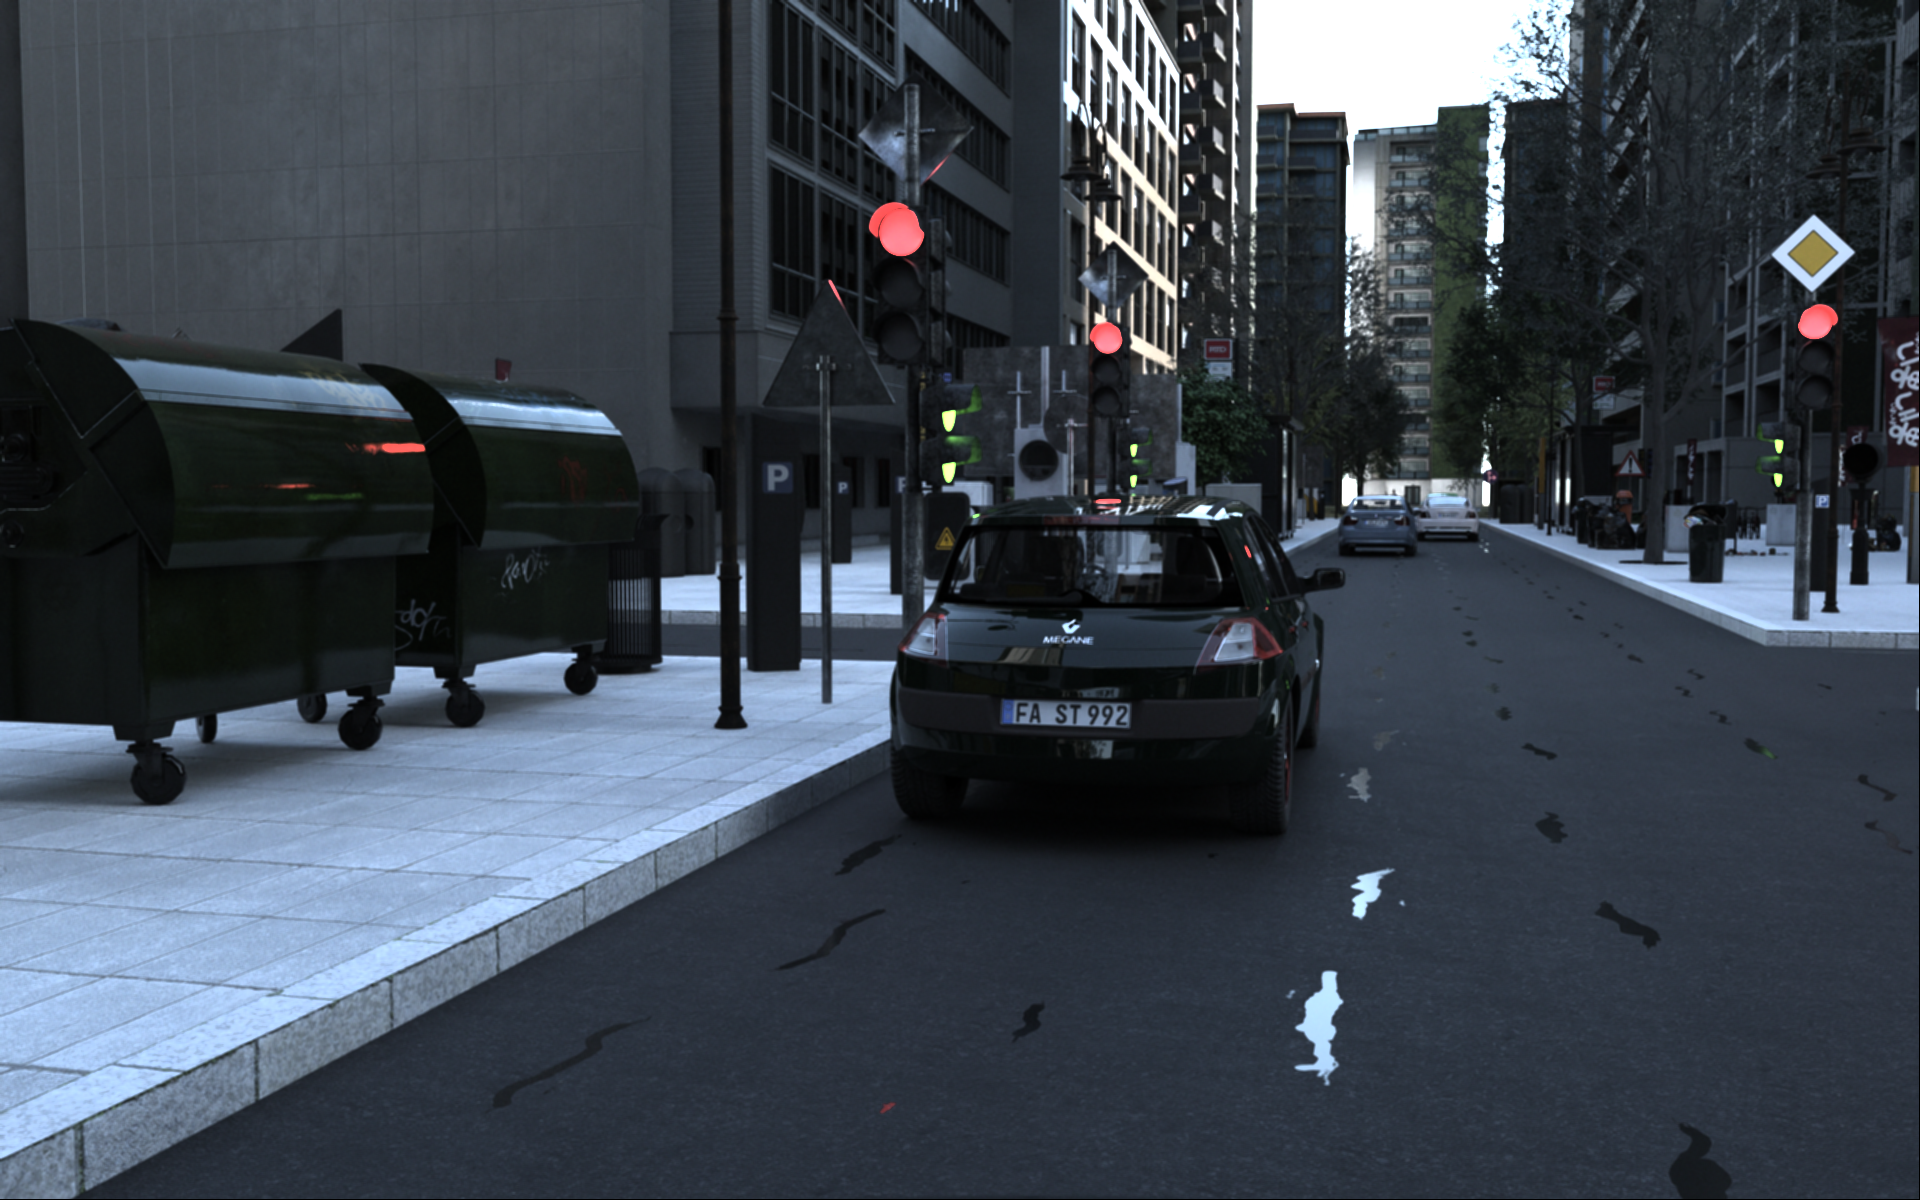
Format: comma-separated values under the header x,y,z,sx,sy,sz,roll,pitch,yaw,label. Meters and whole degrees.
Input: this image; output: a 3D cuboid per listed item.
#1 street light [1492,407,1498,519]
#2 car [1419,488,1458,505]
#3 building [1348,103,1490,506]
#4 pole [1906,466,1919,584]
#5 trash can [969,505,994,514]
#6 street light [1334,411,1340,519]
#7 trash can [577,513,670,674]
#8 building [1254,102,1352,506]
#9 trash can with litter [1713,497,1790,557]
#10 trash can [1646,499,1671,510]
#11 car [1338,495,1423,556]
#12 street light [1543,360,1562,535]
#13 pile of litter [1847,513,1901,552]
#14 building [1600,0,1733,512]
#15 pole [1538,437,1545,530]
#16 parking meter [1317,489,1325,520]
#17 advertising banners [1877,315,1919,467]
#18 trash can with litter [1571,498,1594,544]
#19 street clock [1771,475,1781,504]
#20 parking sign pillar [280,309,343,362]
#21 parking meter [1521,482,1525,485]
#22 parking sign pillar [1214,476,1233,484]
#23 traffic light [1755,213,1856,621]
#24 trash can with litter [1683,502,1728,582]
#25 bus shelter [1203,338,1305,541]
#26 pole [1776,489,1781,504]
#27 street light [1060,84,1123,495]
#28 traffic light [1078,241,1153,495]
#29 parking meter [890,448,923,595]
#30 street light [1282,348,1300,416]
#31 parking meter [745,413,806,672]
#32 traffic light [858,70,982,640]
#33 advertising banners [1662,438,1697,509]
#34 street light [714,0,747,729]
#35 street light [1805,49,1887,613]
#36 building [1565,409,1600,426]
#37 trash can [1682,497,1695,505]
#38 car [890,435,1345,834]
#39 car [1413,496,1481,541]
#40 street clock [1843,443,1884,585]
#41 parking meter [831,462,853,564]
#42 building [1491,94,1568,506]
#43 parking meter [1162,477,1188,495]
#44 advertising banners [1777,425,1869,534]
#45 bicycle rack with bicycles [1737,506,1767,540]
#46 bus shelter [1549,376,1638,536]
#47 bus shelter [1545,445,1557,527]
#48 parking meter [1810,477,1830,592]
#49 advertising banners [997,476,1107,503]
x,y,z,sx,sy,sz,roll,pitch,yaw,label
27.679,-7.135,89.444,0.468,5.910,1.993,1,4,14,street light
20.922,-4.056,75.104,1.959,1.807,4.718,1,4,16,car
49.117,-30.739,186.174,14.086,41.232,14.154,1,4,14,building
13.645,-1.884,24.654,0.158,3.312,0.155,0,3,0,pole
0.486,-0.619,21.776,0.748,1.137,0.748,0,3,0,trash can
19.575,-7.164,89.912,0.468,5.910,1.993,1,4,14,street light
-2.466,-0.053,12.516,0.748,1.137,0.748,0,3,0,trash can
28.967,-33.080,195.475,28.867,44.769,22.147,1,4,14,building
16.475,-1.547,36.355,2.233,1.210,1.678,0,4,-4,trash can with litter
21.501,-2.549,53.336,0.748,1.137,0.748,0,3,0,trash can
10.052,-1.805,41.522,2.014,1.417,4.499,1,4,16,car
18.326,-4.948,53.694,0.468,5.910,1.993,1,4,14,street light
20.622,-1.538,39.105,1.719,0.858,1.176,-3,4,-37,pile of litter
48.183,-28.868,95.688,21.300,48.544,21.600,1,4,14,building
20.921,-4.187,62.300,0.158,3.312,0.155,0,3,0,pole
18.193,-4.824,87.284,0.372,1.533,0.369,0,3,0,parking meter
9.858,-1.245,16.542,2.074,3.025,0.090,3,5,39,advertising banners
16.352,-2.032,44.610,1.055,1.170,0.624,-1,4,-10,trash can with litter
28.178,-3.367,59.614,0.471,2.002,0.358,3,4,39,street clock
-9.658,-2.265,25.510,1.447,3.967,1.447,0,4,5,parking sign pillar
28.476,-4.997,87.404,0.255,1.863,0.399,1,4,8,parking meter
9.181,-4.260,58.117,1.447,3.967,1.447,1,4,14,parking sign pillar
8.543,-1.749,17.522,0.839,4.253,0.868,1,4,14,traffic light
10.853,-0.854,25.356,0.624,1.170,1.055,1,4,16,trash can with litter
7.999,-4.248,47.082,2.179,5.291,8.768,1,4,15,bus shelter
31.218,-4.415,66.032,0.158,3.312,0.155,0,3,0,pole
1.528,-2.894,20.111,0.468,5.910,1.993,1,4,14,street light
1.703,-1.856,19.270,0.839,4.253,0.868,1,4,14,traffic light
-0.684,-1.004,22.128,0.399,1.863,0.255,0,4,5,parking meter
10.504,-5.030,55.024,0.468,5.910,1.993,1,4,14,street light
-1.344,-0.421,12.600,0.399,1.863,0.255,-1,4,-21,parking meter
-0.298,-1.383,11.538,0.839,4.253,0.868,1,4,14,traffic light
22.949,-3.620,55.372,0.090,3.025,2.074,0,4,-7,advertising banners
-1.260,-2.236,9.347,0.468,5.910,1.993,1,4,14,street light
9.446,-2.803,18.618,0.468,5.910,1.993,1,4,14,street light
55.909,-49.390,120.201,22.319,86.520,31.000,1,4,14,building
33.687,-4.199,80.312,0.748,1.137,0.748,0,3,0,trash can
0.919,0.058,8.838,2.009,1.686,4.222,1,4,14,car
15.224,-2.557,54.167,2.083,1.381,4.827,1,4,15,car
12.731,-1.216,24.460,0.471,2.002,0.358,3,5,44,street clock
-2.199,-1.609,32.012,0.399,1.863,0.255,-2,4,-27,parking meter
70.975,-32.428,184.814,28.867,44.769,22.147,1,4,14,building
3.224,-1.075,25.994,0.372,1.533,0.369,0,3,0,parking meter
22.152,-2.954,44.493,2.074,3.025,0.090,2,4,29,advertising banners
22.184,-2.254,50.230,2.852,0.926,2.925,3,5,40,bicycle rack with bicycles
20.531,-4.834,56.662,2.179,5.291,8.768,1,4,14,bus shelter
23.199,-4.385,65.617,2.014,3.302,5.546,1,4,15,bus shelter
11.349,-0.883,22.856,0.372,1.533,0.369,0,3,0,parking meter
1.631,-1.945,27.992,2.074,3.025,0.090,1,4,10,advertising banners
